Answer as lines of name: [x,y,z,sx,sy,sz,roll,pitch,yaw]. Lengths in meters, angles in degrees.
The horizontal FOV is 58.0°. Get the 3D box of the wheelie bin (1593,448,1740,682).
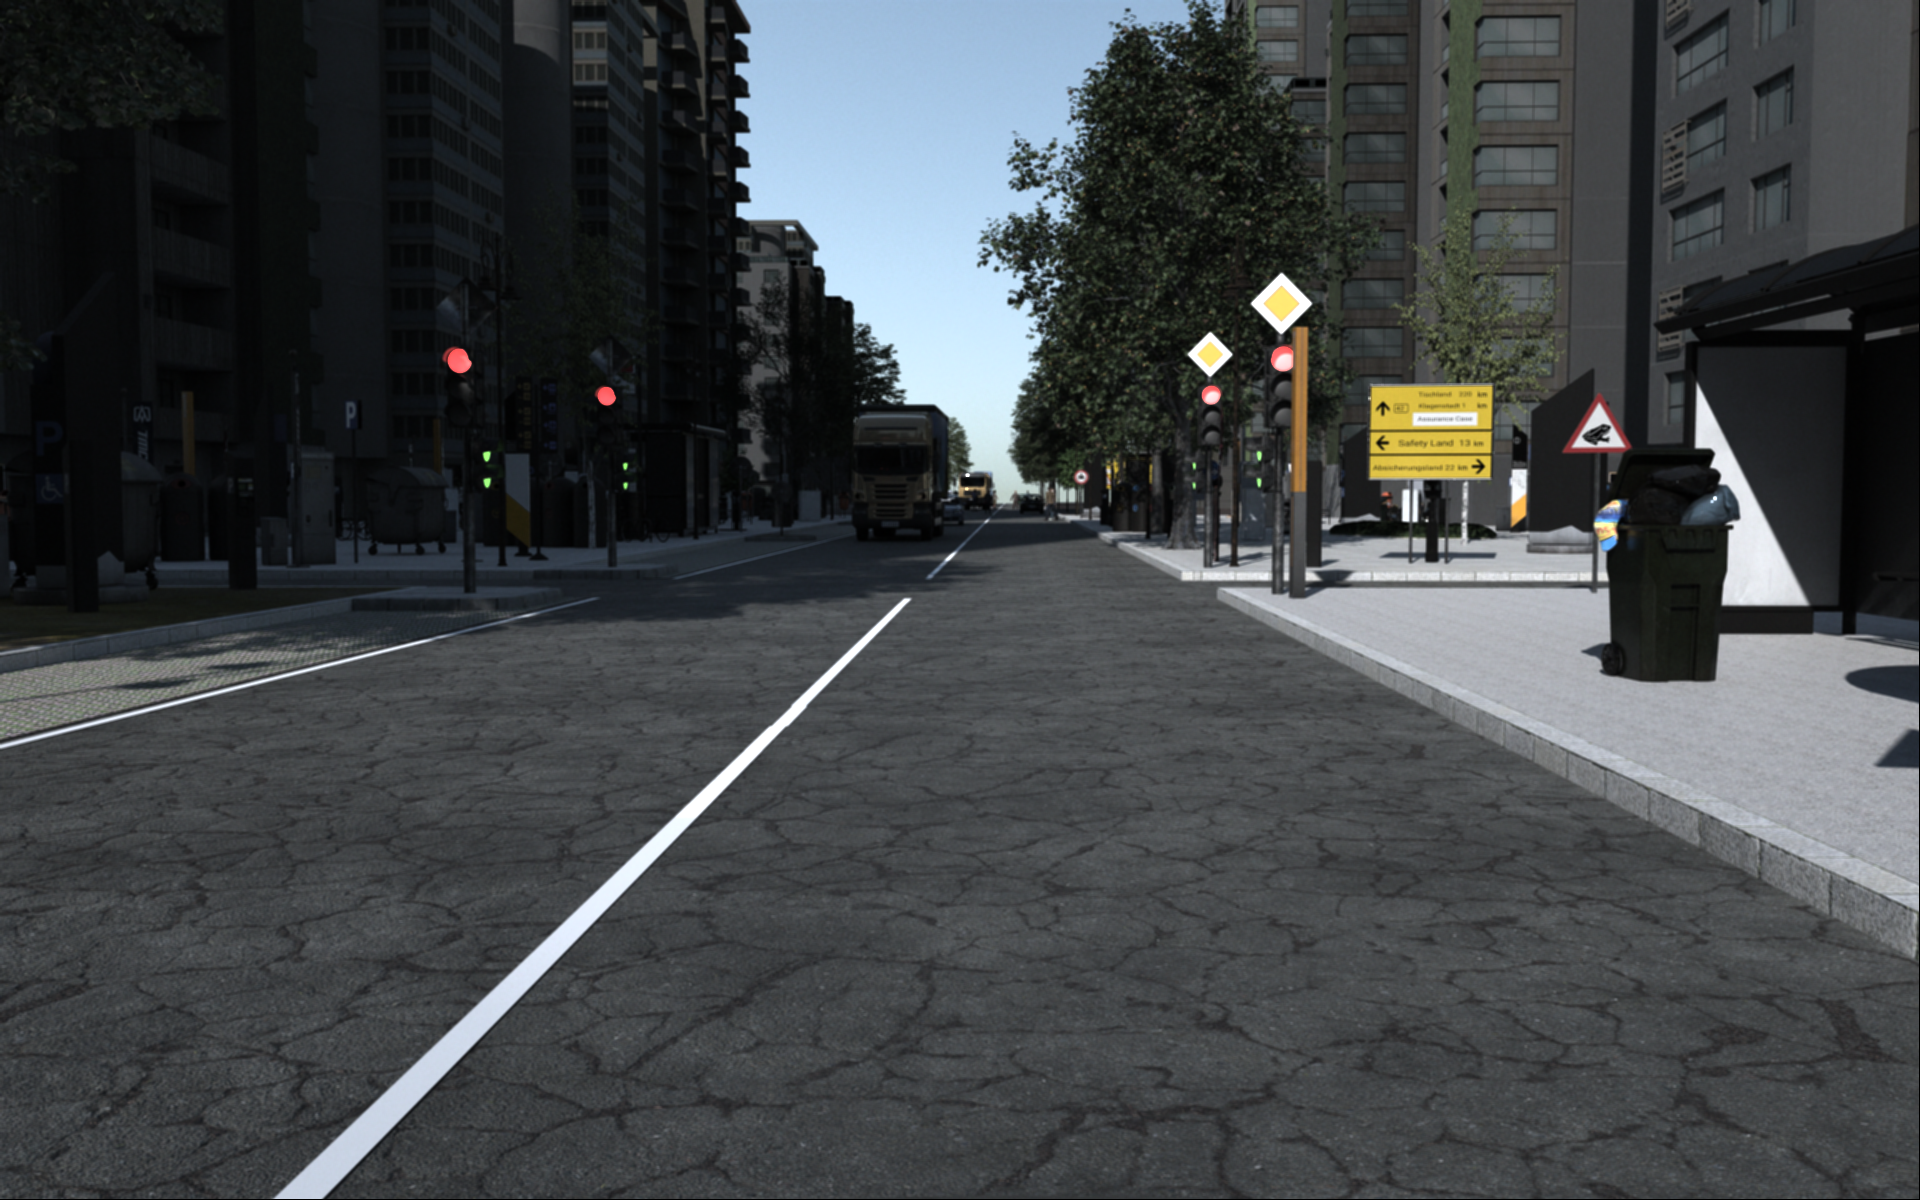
wheelie bin: [4.931,-0.251,12.016,0.980,1.594,0.693,0,4,-6]

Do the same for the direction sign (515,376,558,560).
direction sign: [-8.203,-2.546,33.618,0.876,3.537,0.379,-3,5,-42]

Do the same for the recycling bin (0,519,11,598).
recycling bin: [-12.184,-0.530,21.224,0.722,1.027,0.722,0,4,-1]

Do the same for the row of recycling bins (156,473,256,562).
row of recycling bins: [-15.313,-1.580,32.948,3.534,1.692,1.069,-2,4,-34]

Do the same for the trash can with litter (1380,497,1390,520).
trash can with litter: [17.485,-3.750,72.704,1.055,1.170,0.624,-2,4,-25]

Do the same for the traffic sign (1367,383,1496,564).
traffic sign: [8.652,-2.325,31.892,2.265,3.308,0.079,1,4,9]

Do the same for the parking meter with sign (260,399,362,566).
parking meter with sign: [-11.826,-2.159,31.560,1.738,3.016,0.543,-3,5,-44]

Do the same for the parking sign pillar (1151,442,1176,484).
parking sign pillar: [10.149,-5.944,85.661,1.447,3.967,1.447,-1,4,-12]

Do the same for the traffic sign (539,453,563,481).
traffic sign: [-11.919,-3.076,50.397,0.768,2.556,0.104,0,4,4]

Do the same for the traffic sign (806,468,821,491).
traffic sign: [-7.432,-5.340,87.308,0.884,2.594,0.081,0,4,7]

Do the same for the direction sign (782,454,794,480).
direction sign: [-9.801,-6.512,98.473,0.876,3.537,0.379,2,4,25]

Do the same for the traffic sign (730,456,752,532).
traffic sign: [-7.352,-3.545,58.069,0.768,2.556,0.104,0,4,6]

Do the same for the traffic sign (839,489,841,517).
traffic sign: [-6.749,-5.958,97.520,0.768,2.556,0.104,0,4,7]

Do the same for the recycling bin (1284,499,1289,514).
recycling bin: [14.861,-4.178,80.864,0.722,1.027,0.722,-3,5,-44]

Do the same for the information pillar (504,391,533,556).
information pillar: [-9.083,-2.706,35.600,0.504,3.616,0.183,0,4,-4]

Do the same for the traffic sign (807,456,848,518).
traffic sign: [-7.191,-6.115,93.847,2.265,3.308,0.079,1,4,8]

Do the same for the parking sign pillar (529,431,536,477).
parking sign pillar: [-13.319,-3.920,52.559,1.447,3.967,1.447,-2,4,-35]

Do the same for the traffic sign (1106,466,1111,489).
traffic sign: [9.069,-6.799,105.036,2.265,3.308,0.079,0,4,2]

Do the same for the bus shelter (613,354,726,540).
bus shelter: [-8.901,-4.578,52.476,2.179,5.291,8.768,0,4,2]

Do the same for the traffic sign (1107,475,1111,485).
traffic sign: [8.604,-6.267,102.474,0.884,2.594,0.081,0,4,4]

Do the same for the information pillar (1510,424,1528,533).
information pillar: [18.577,-4.050,57.567,0.504,3.616,0.183,1,4,16]

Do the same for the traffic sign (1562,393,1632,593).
traffic sign: [8.233,-1.370,22.397,0.884,2.594,0.081,0,4,8]

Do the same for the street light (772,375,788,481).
street light: [-6.974,-5.783,67.339,0.468,5.910,1.993,0,4,2]

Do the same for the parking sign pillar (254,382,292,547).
parking sign pillar: [-16.867,-3.296,42.365,1.447,3.967,1.447,-3,4,-36]

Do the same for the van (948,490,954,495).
van: [-1.366,-10.337,176.020,2.013,2.044,4.112,0,4,1]

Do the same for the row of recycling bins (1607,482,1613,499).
row of recycling bins: [20.905,-2.919,54.835,1.069,1.692,3.534,0,3,0]

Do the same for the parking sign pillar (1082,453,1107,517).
parking sign pillar: [7.452,-6.545,95.486,1.447,3.967,1.447,3,5,41]

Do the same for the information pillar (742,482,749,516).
information pillar: [-12.165,-5.729,98.155,0.304,2.012,0.304,3,4,37]

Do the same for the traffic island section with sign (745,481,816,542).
traffic island section with sign: [-5.440,-2.707,52.892,1.989,1.847,2.006,0,4,2]

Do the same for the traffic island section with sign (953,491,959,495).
traffic island section with sign: [0.410,-14.150,239.975,1.989,1.847,2.006,0,4,2]

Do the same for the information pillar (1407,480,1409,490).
information pillar: [22.336,-4.973,85.798,0.304,2.012,0.304,-3,5,-43]

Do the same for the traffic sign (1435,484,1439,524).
traffic sign: [9.236,-2.045,33.542,0.768,2.556,0.104,0,4,5]

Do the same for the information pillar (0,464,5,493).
information pillar: [-23.560,-2.314,42.330,0.304,2.012,0.304,2,4,24]

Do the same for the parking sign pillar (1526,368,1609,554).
parking sign pillar: [13.136,-3.013,37.734,1.447,3.967,1.447,3,4,36]

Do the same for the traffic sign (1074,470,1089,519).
traffic sign: [6.332,-5.523,90.409,0.768,2.556,0.104,1,4,10]

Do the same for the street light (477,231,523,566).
street light: [-8.155,-3.541,30.687,0.468,5.910,1.993,0,4,2]

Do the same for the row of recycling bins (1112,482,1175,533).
row of recycling bins: [6.405,-3.119,58.115,1.069,1.692,3.534,-2,4,-34]

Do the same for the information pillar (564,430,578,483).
information pillar: [-14.172,-4.388,63.092,0.504,3.616,0.183,-1,4,-22]

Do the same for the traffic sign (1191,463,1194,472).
traffic sign: [8.112,-3.765,61.660,0.768,2.556,0.104,0,4,5]

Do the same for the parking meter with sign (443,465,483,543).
parking meter with sign: [-12.755,-3.019,45.620,1.738,3.016,0.543,-1,4,-12]

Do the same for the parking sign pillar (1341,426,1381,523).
parking sign pillar: [14.024,-4.409,60.562,1.447,3.967,1.447,0,4,-6]

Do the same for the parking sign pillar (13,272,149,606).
parking sign pillar: [-10.452,-1.959,20.503,1.447,3.967,1.447,0,4,0]

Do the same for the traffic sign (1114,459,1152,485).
traffic sign: [9.795,-6.383,98.241,2.265,3.308,0.079,0,4,3]

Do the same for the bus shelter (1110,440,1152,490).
bus shelter: [9.523,-7.085,93.472,2.179,5.291,8.768,0,4,2]

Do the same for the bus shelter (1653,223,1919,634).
bus shelter: [7.343,-1.187,13.330,2.014,3.302,5.546,0,4,2]

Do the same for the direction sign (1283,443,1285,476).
direction sign: [14.234,-5.170,76.533,0.379,3.537,0.876,1,4,22]

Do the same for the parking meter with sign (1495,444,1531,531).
parking meter with sign: [19.322,-3.895,59.952,1.738,3.016,0.543,-2,4,-30]

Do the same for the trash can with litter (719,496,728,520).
trash can with litter: [-11.906,-4.553,85.830,0.624,1.170,1.055,-2,4,-26]

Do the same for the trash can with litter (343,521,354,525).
trash can with litter: [-26.314,-3.806,73.284,1.678,1.210,2.233,-2,4,-28]

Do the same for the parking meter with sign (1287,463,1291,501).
parking meter with sign: [19.022,-6.247,98.402,0.543,3.016,1.738,1,4,23]

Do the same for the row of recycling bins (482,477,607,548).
row of recycling bins: [-10.101,-2.141,42.125,3.534,1.692,1.069,2,4,24]

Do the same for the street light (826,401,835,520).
street light: [-6.366,-6.916,85.857,0.468,5.910,1.993,0,4,2]

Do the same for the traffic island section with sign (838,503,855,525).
traffic island section with sign: [-4.590,-4.387,80.351,1.989,1.847,2.006,0,4,2]

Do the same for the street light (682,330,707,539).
street light: [-7.499,-4.662,49.011,0.468,5.910,1.993,0,4,2]

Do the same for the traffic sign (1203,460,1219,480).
traffic sign: [9.358,-3.960,64.847,0.768,2.556,0.104,1,4,9]

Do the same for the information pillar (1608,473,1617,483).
information pillar: [22.359,-3.352,59.304,0.304,2.012,0.304,1,4,16]

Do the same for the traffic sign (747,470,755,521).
traffic sign: [-9.966,-4.959,81.187,0.768,2.556,0.104,0,4,5]

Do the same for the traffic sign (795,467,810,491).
traffic sign: [-7.480,-5.022,82.208,0.768,2.556,0.104,1,4,10]

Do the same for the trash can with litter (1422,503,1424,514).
trash can with litter: [18.712,-3.697,71.830,1.055,1.170,0.624,2,4,26]

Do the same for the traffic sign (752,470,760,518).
traffic sign: [-10.998,-5.613,91.876,0.768,2.556,0.104,0,4,7]
